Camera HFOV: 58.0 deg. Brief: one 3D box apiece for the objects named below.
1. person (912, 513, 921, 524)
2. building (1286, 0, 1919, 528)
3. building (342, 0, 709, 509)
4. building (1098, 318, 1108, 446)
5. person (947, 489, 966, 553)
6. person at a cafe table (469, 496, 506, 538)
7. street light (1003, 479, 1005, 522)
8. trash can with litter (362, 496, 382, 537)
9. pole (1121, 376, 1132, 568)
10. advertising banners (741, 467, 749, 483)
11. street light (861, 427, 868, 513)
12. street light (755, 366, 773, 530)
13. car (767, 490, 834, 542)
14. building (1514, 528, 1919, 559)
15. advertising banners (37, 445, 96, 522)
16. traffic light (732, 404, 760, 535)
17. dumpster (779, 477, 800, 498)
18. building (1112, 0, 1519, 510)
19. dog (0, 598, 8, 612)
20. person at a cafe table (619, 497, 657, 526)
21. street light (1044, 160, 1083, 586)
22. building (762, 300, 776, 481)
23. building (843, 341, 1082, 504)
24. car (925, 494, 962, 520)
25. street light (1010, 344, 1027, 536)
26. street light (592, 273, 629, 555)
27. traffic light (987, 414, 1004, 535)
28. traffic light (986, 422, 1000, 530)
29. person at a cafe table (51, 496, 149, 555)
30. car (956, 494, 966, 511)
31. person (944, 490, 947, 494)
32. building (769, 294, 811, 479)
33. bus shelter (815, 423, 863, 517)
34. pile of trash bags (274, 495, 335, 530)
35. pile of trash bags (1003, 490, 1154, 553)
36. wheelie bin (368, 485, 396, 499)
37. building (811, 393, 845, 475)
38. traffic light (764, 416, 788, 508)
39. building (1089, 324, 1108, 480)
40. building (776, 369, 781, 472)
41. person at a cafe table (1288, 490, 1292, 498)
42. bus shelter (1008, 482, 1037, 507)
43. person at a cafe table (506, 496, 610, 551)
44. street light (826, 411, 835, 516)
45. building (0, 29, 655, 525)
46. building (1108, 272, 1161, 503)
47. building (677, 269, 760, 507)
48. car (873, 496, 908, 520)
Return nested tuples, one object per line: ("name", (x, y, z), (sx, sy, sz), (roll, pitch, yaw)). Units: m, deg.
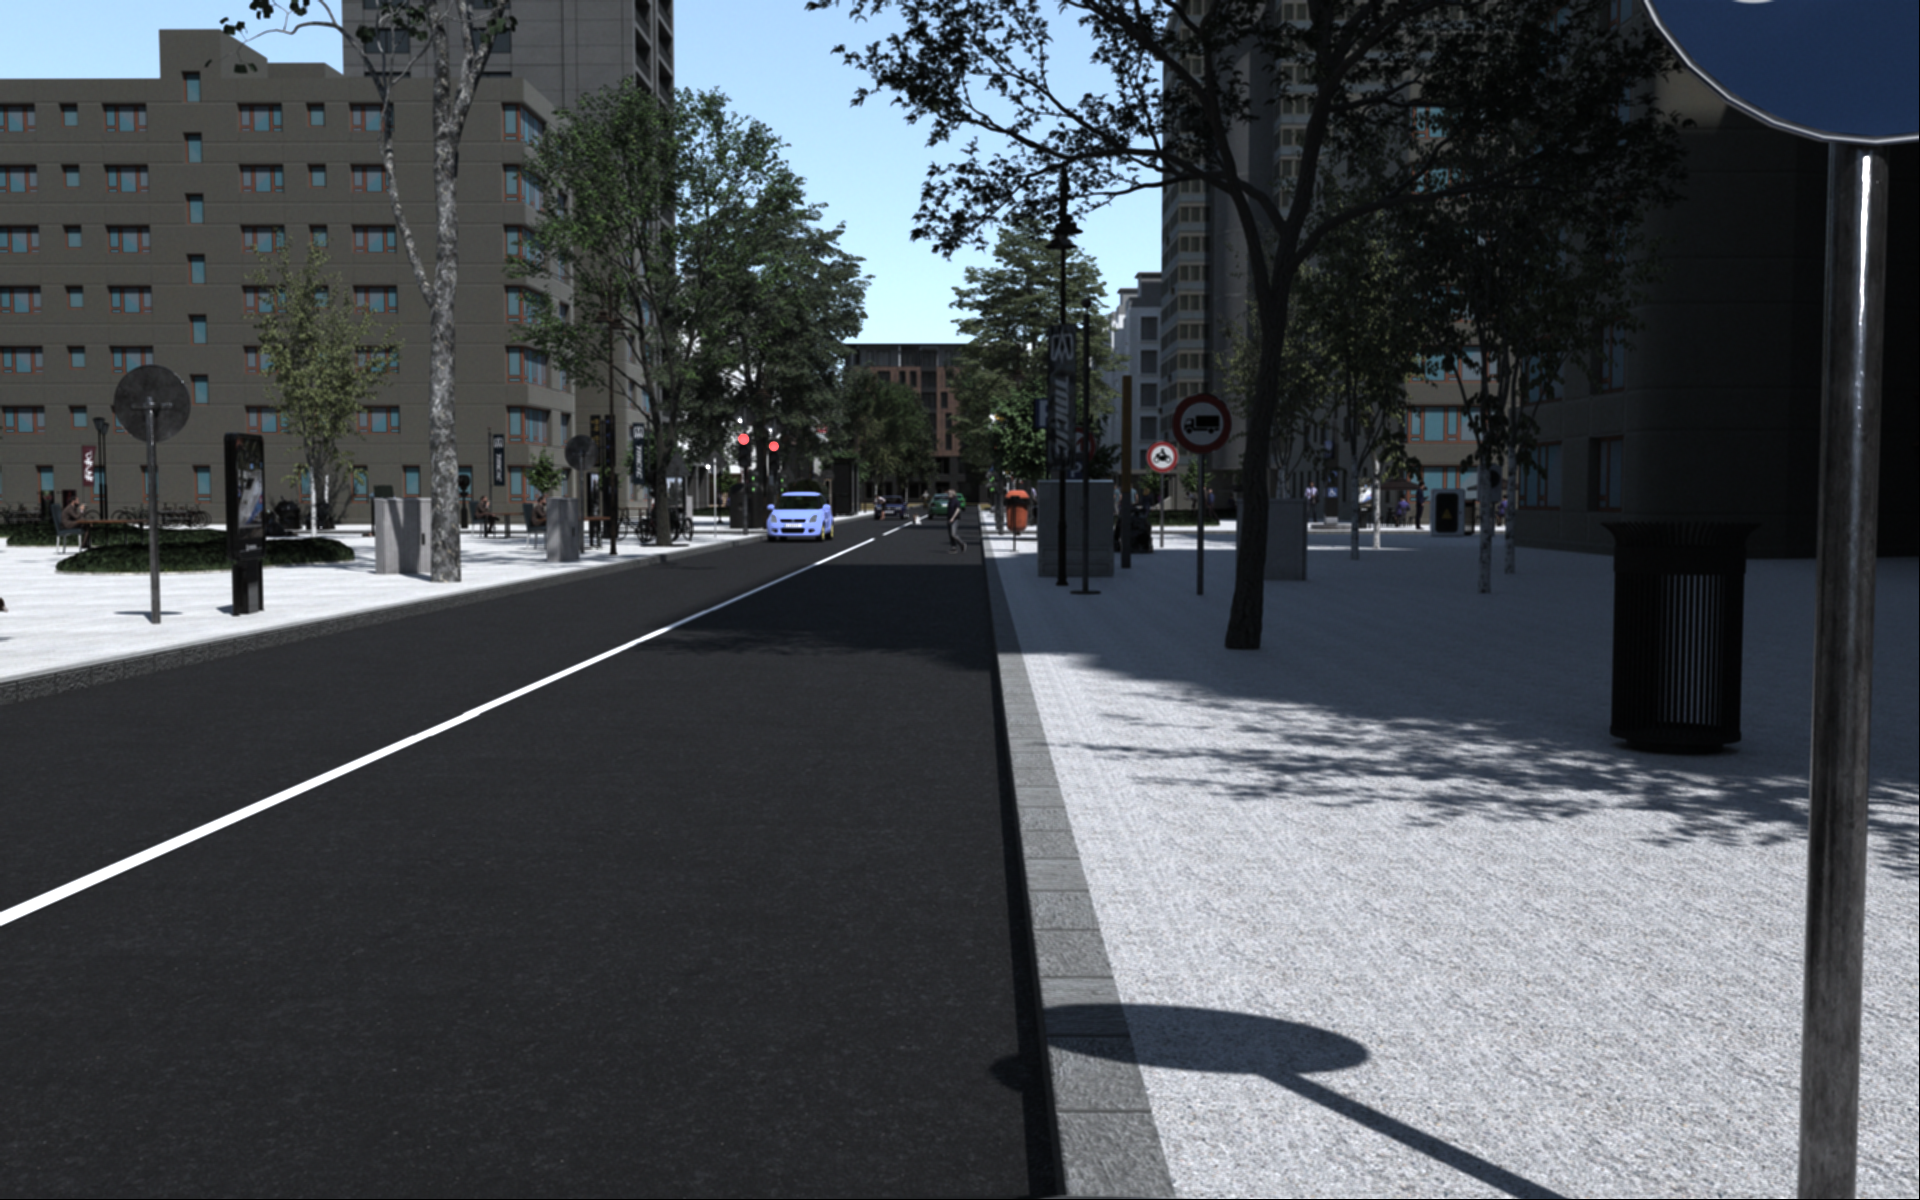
("person", (-2.046, -3.852, 81.953), (0.381, 0.543, 0.357), (-3, 5, -45))
("building", (33.074, -14.697, 85.337), (28.899, 21.520, 27.650), (0, 4, 1))
("building", (-28.272, -41.568, 117.896), (20.563, 71.187, 20.611), (0, 4, 1))
("building", (21.265, -18.835, 164.363), (16.016, 20.091, 11.380), (0, 4, 1))
("person", (-0.100, -1.926, 42.202), (0.471, 1.553, 0.569), (0, 4, 3))
("person at a cafe table", (-13.625, -2.455, 51.001), (1.726, 1.238, 1.698), (2, 4, 24))
("street light", (1.964, -6.505, 79.141), (0.468, 5.910, 1.993), (0, 4, 1))
("trash can with litter", (-17.407, -2.548, 52.721), (1.678, 1.210, 2.233), (1, 4, 15))
("pole", (2.874, -2.207, 29.931), (0.158, 3.312, 0.155), (0, 3, 0))
("advertising banners", (-9.406, -5.159, 80.541), (2.074, 3.025, 0.090), (-3, 5, -41))
("street light", (-6.583, -8.998, 119.907), (0.468, 5.910, 1.993), (0, 4, 1))
("street light", (-7.035, -5.476, 62.316), (0.468, 5.910, 1.993), (0, 4, 1))
("car", (-4.865, -2.647, 52.868), (1.945, 1.707, 3.694), (0, 4, 2))
("building", (27.298, -11.190, 27.990), (27.650, 21.520, 28.899), (0, 4, 1))
("advertising banners", (-31.847, -4.016, 61.847), (0.090, 3.025, 2.074), (3, 5, 40))
("traffic light", (-6.675, -3.977, 53.949), (0.839, 4.253, 0.868), (0, 4, 1))
("dumpster", (-9.366, -5.735, 96.260), (1.502, 2.255, 1.985), (0, 4, 1))
("building", (27.414, -26.453, 124.394), (32.217, 40.220, 23.993), (0, 4, 1))
("dog", (-10.740, -0.072, 18.910), (0.550, 0.427, 0.748), (-3, 5, -40))
("person at a cafe table", (-12.385, -3.565, 69.151), (1.726, 1.238, 1.698), (3, 4, 38))
("street light", (1.435, -3.142, 24.167), (0.468, 5.910, 1.993), (0, 4, 1))
("building", (-25.353, -18.234, 154.539), (16.016, 20.091, 11.380), (0, 4, 1))
("building", (0.513, -24.556, 245.466), (32.646, 21.610, 27.936), (0, 4, 1))
("car", (-0.907, -5.312, 98.657), (2.131, 1.459, 4.920), (0, 4, -1))
("street light", (1.793, -4.931, 53.408), (0.468, 5.910, 1.993), (0, 4, 1))
("street light", (-7.313, -3.888, 36.356), (0.468, 5.910, 1.993), (0, 4, 1))
("traffic light", (1.266, -3.974, 53.888), (0.839, 4.253, 0.868), (0, 4, 1))
("traffic light", (1.343, -4.462, 61.873), (0.839, 4.253, 0.868), (0, 4, 1))
("person at a cafe table", (-18.423, -1.600, 37.017), (1.726, 1.238, 1.698), (0, 4, -7))
("car", (-0.441, -8.387, 145.927), (1.959, 1.807, 4.718), (0, 3, 0))
("person", (-0.999, -7.033, 124.307), (0.431, 1.722, 0.655), (-2, 4, -33))
("building", (-33.369, -21.080, 188.637), (32.646, 21.610, 27.936), (0, 4, 1))
("bus shelter", (-7.069, -7.543, 100.954), (2.179, 5.291, 8.768), (0, 4, 1))
("pile of trash bags", (-24.307, -3.228, 62.535), (3.447, 1.369, 1.912), (0, 4, 3))
("pile of trash bags", (2.633, -1.753, 38.412), (3.447, 1.369, 1.912), (1, 4, 14))
("wheelie bin", (-20.847, -3.341, 62.530), (0.980, 1.594, 0.693), (-2, 4, -28))
("building", (-31.628, -22.857, 240.162), (31.486, 18.905, 16.747), (0, 4, 1))
("traffic light", (-6.598, -4.466, 61.933), (0.839, 4.253, 0.868), (0, 4, 1))
("building", (22.520, -19.544, 185.999), (16.747, 18.905, 31.486), (0, 4, 1))
("building", (-25.183, -18.928, 165.897), (16.016, 20.091, 11.380), (0, 4, 1))
("person at a cafe table", (17.463, -5.234, 94.090), (1.622, 1.524, 1.698), (1, 4, 18))
("bus shelter", (3.625, -6.498, 100.166), (2.014, 3.302, 5.546), (0, 4, 1))
("person at a cafe table", (-9.174, -1.773, 39.845), (1.726, 1.238, 1.698), (1, 4, 15))
("street light", (-6.765, -7.251, 91.346), (0.468, 5.910, 1.993), (0, 4, 1))
("building", (-31.779, -14.784, 86.751), (27.650, 21.520, 28.899), (0, 4, 1))
("building", (21.758, -18.139, 153.000), (16.016, 20.091, 11.380), (0, 4, 1))
("building", (-25.522, -17.538, 143.171), (16.016, 20.091, 11.380), (0, 4, 1))
("car", (-3.886, -5.223, 97.970), (1.945, 1.354, 3.894), (0, 4, 2))
